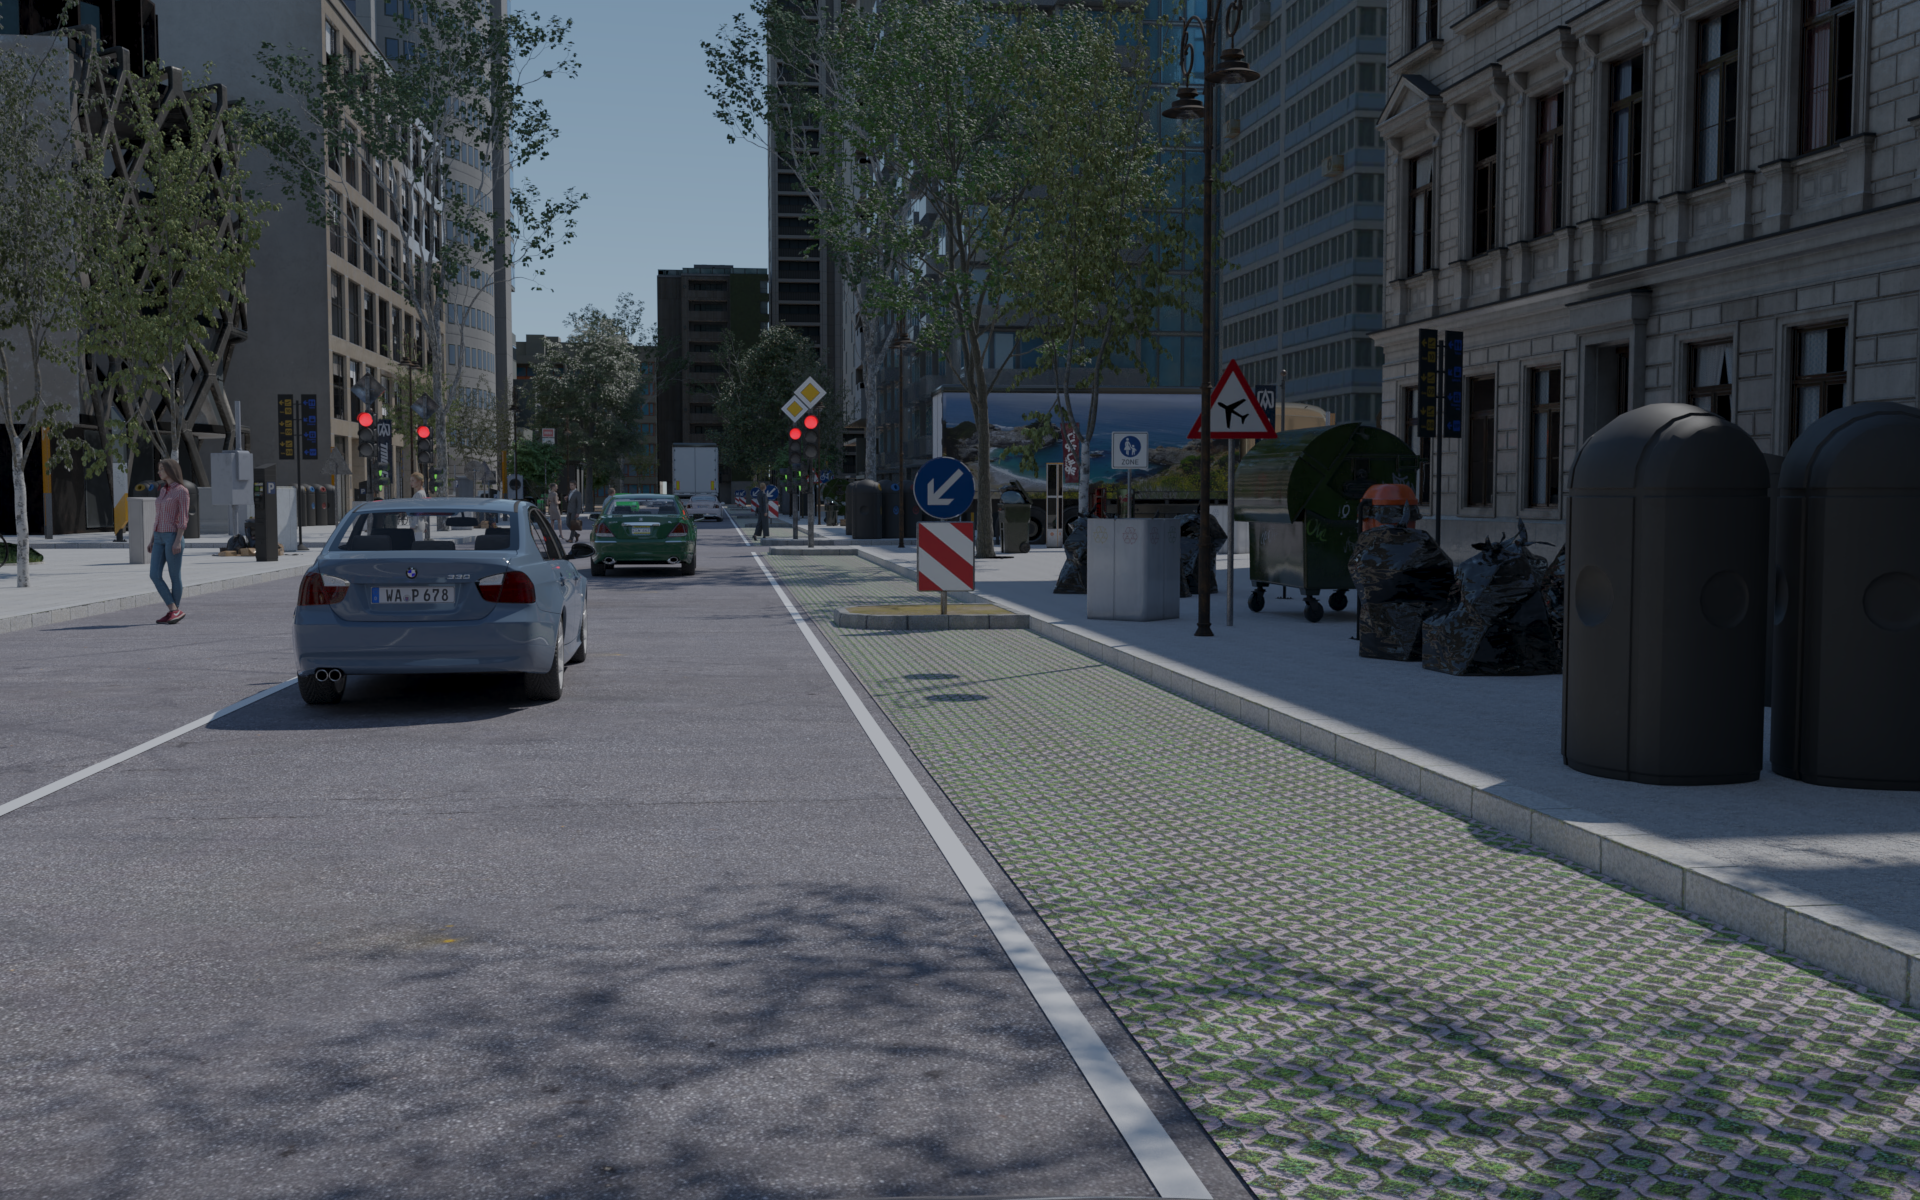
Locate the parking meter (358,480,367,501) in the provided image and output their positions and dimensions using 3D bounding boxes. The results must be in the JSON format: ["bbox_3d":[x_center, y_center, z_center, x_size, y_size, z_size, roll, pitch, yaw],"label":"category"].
[{"bbox_3d":[-25.100,-4.111,72.933,0.399,1.863,0.255,0,4,2],"label":"parking meter"}]

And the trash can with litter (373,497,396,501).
[{"bbox_3d":[-20.901,-3.129,62.550,0.624,1.170,1.055,0,4,7],"label":"trash can with litter"}]

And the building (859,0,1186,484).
[{"bbox_3d":[3.679,-32.474,150.552,23.786,49.044,30.456,0,4,-8],"label":"building"}]

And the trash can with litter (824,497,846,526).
[{"bbox_3d":[-4.871,-3.523,68.993,1.055,1.170,0.624,1,4,13],"label":"trash can with litter"}]

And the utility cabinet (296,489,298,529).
[{"bbox_3d":[-24.042,-3.274,62.210,0.318,1.500,1.173,-2,4,-29],"label":"utility cabinet"}]

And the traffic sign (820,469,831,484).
[{"bbox_3d":[-6.744,-5.328,87.225,0.768,2.556,0.104,0,4,-6],"label":"traffic sign"}]

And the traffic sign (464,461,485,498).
[{"bbox_3d":[-18.532,-4.036,66.103,0.768,2.556,0.104,0,4,-6],"label":"traffic sign"}]

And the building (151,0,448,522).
[{"bbox_3d":[-39.768,-17.560,91.625,19.350,26.468,34.151,0,4,-8],"label":"building"}]

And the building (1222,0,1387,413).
[{"bbox_3d":[24.944,-23.180,70.869,23.993,40.220,32.217,0,4,-8],"label":"building"}]

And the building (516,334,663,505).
[{"bbox_3d":[-53.684,-23.231,224.870,28.899,21.520,27.650,0,4,-8],"label":"building"}]

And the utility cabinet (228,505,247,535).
[{"bbox_3d":[-22.299,-2.625,54.074,1.020,1.237,0.306,-2,4,-27],"label":"utility cabinet"}]

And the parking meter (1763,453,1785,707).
[{"bbox_3d":[5.003,-0.128,10.502,0.372,1.533,0.369,0,3,0],"label":"parking meter"}]

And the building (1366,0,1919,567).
[{"bbox_3d":[14.100,-9.839,25.499,10.561,19.102,19.286,0,4,-8],"label":"building"}]

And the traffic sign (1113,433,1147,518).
[{"bbox_3d":[2.780,-1.609,28.430,0.606,2.300,0.079,0,4,-8],"label":"traffic sign"}]

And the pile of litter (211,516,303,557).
[{"bbox_3d":[-14.594,-1.348,36.003,1.719,0.858,1.176,-1,4,-9],"label":"pile of litter"}]

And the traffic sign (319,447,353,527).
[{"bbox_3d":[-17.058,-2.896,47.348,0.884,2.594,0.081,0,4,-7],"label":"traffic sign"}]

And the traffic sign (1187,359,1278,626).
[{"bbox_3d":[2.623,-1.025,16.763,0.884,2.594,0.081,0,4,-3],"label":"traffic sign"}]

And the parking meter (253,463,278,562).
[{"bbox_3d":[-13.200,-1.664,32.923,0.255,1.863,0.399,1,4,18],"label":"parking meter"}]

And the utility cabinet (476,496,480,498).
[{"bbox_3d":[-20.551,-3.809,73.446,0.306,1.237,1.020,-2,4,-25],"label":"utility cabinet"}]

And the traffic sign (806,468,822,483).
[{"bbox_3d":[-7.215,-5.195,84.945,0.884,2.594,0.081,0,4,-4],"label":"traffic sign"}]

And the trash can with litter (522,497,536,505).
[{"bbox_3d":[-19.263,-4.046,77.534,0.624,1.170,1.055,0,4,1],"label":"trash can with litter"}]

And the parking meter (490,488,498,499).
[{"bbox_3d":[-20.584,-4.160,76.431,0.372,1.533,0.369,0,3,0],"label":"parking meter"}]

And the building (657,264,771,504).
[{"bbox_3d":[-31.467,-27.485,221.081,14.107,30.474,14.160,0,4,-8],"label":"building"}]

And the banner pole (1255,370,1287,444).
[{"bbox_3d":[6.305,-2.750,34.986,0.863,3.779,0.401,-1,4,-17],"label":"banner pole"}]

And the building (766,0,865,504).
[{"bbox_3d":[-14.492,-48.174,225.895,20.611,71.187,20.563,0,4,-8],"label":"building"}]

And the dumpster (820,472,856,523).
[{"bbox_3d":[-5.405,-4.551,76.897,1.502,2.255,1.985,0,4,-8],"label":"dumpster"}]

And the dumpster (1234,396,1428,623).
[{"bbox_3d":[3.822,-0.950,18.028,1.502,2.255,1.985,0,4,-8],"label":"dumpster"}]

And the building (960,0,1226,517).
[{"bbox_3d":[7.882,-29.944,109.193,23.786,49.044,30.456,0,4,-8],"label":"building"}]

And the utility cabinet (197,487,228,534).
[{"bbox_3d":[-23.900,-2.853,55.317,1.173,1.500,0.318,-2,4,-26],"label":"utility cabinet"}]

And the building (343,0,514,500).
[{"bbox_3d":[-46.858,-36.112,132.430,21.231,58.520,28.212,0,4,-8],"label":"building"}]

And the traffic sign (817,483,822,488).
[{"bbox_3d":[-8.680,-6.405,105.901,0.795,2.450,0.064,0,4,-4],"label":"traffic sign"}]

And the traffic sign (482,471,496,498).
[{"bbox_3d":[-20.509,-4.483,75.427,0.606,2.300,0.079,0,4,-5],"label":"traffic sign"}]

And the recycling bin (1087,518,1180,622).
[{"bbox_3d":[1.788,-0.322,17.819,0.722,1.027,0.722,3,4,38],"label":"recycling bin"}]

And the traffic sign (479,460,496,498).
[{"bbox_3d":[-18.294,-4.076,66.650,0.884,2.594,0.081,0,4,-3],"label":"traffic sign"}]

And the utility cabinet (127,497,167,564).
[{"bbox_3d":[-15.041,-1.281,32.111,0.306,1.237,1.020,0,4,-1],"label":"utility cabinet"}]

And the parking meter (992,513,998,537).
[{"bbox_3d":[0.978,-2.800,51.495,0.399,1.863,0.255,0,4,1],"label":"parking meter"}]

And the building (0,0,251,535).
[{"bbox_3d":[-34.482,-11.825,60.793,16.820,18.784,16.811,0,4,-8],"label":"building"}]

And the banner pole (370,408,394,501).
[{"bbox_3d":[-17.038,-3.719,50.828,0.863,3.779,0.401,-3,4,-38],"label":"banner pole"}]

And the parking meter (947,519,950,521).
[{"bbox_3d":[-0.526,-3.182,60.433,0.372,1.533,0.369,0,3,0],"label":"parking meter"}]

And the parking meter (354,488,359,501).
[{"bbox_3d":[-26.268,-4.115,75.685,0.372,1.533,0.369,0,3,0],"label":"parking meter"}]

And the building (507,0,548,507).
[{"bbox_3d":[-57.573,-52.665,173.742,31.000,86.520,22.319,0,4,-8],"label":"building"}]

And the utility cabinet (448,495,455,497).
[{"bbox_3d":[-33.313,-6.260,113.507,1.020,1.237,0.306,0,4,6],"label":"utility cabinet"}]

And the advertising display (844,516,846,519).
[{"bbox_3d":[-5.611,-4.898,85.288,0.123,1.923,0.974,-1,4,-13],"label":"advertising display"}]

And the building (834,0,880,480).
[{"bbox_3d":[2.109,-36.151,180.305,28.713,52.752,27.495,0,4,-8],"label":"building"}]
